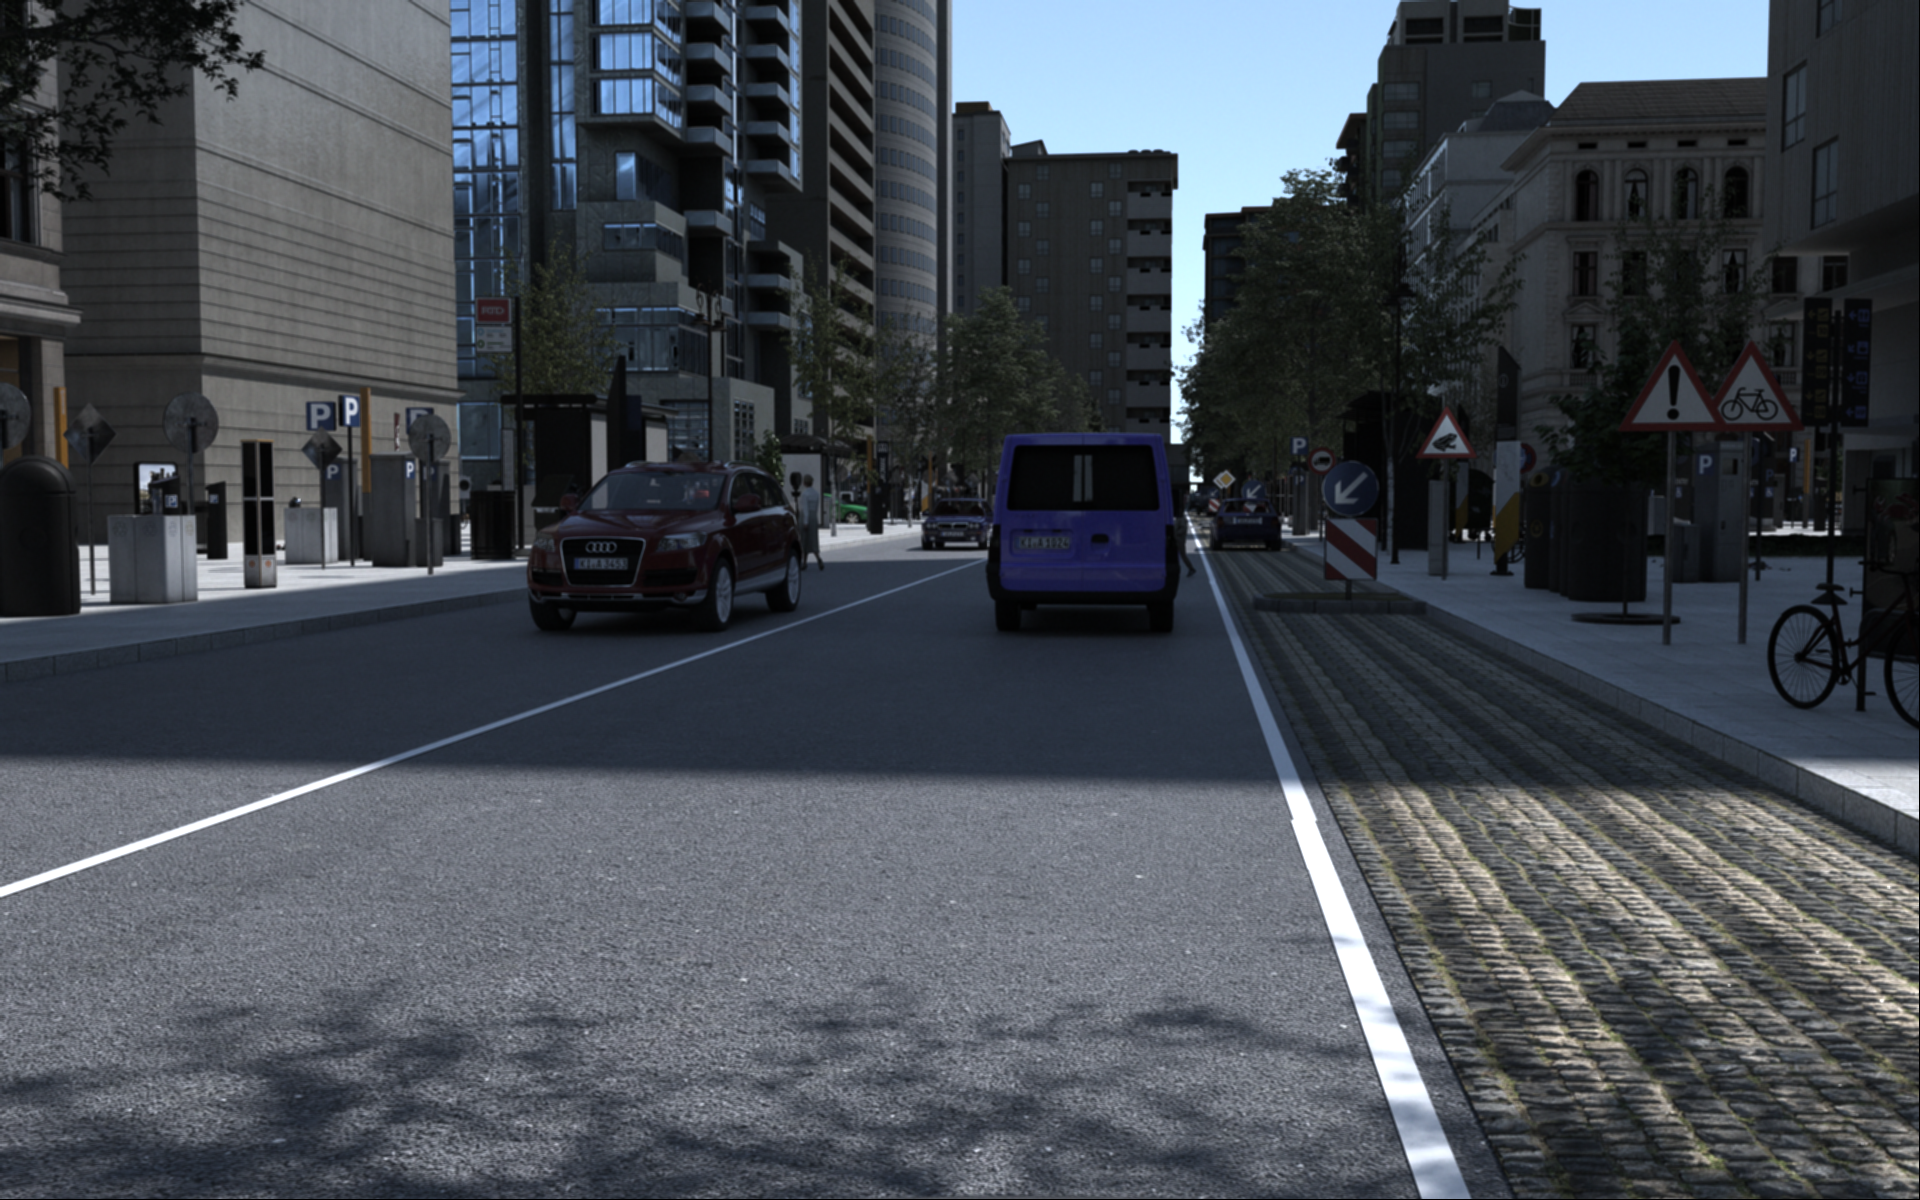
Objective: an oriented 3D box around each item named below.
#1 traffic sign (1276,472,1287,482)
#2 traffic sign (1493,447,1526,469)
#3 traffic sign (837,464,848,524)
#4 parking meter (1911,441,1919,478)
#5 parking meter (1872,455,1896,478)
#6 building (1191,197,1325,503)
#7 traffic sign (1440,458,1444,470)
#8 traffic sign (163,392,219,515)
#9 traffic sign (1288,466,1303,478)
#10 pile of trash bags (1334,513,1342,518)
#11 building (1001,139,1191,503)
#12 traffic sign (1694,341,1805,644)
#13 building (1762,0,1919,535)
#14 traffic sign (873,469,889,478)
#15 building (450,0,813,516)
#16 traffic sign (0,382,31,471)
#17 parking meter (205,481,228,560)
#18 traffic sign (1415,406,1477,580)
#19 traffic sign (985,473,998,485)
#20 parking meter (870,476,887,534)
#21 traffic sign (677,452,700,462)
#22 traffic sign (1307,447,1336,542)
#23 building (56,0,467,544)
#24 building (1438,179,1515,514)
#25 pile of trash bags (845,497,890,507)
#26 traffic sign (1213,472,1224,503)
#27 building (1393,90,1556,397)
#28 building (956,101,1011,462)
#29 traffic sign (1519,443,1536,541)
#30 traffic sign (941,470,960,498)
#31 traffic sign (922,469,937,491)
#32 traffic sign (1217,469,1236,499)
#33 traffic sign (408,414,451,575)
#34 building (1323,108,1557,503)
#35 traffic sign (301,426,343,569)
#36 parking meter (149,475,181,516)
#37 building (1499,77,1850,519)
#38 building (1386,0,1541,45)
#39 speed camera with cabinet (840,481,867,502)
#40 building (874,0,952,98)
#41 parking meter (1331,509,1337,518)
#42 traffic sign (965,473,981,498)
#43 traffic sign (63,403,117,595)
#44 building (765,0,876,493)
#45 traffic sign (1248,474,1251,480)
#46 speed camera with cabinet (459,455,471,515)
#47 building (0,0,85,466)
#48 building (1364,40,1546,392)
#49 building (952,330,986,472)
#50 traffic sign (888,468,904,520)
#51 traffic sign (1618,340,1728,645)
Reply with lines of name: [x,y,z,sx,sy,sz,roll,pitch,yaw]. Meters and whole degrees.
traffic sign: [18.814,-6.222,101.830,0.768,2.556,0.104,1,4,12]
traffic sign: [13.417,-2.585,42.368,0.768,2.556,0.104,1,4,12]
traffic sign: [-5.136,-4.496,73.614,0.768,2.556,0.104,1,4,13]
parking meter: [10.457,-0.797,18.736,0.255,1.863,0.399,1,4,14]
parking meter: [13.820,-1.237,25.942,0.255,1.863,0.399,3,4,38]
building: [49.099,-36.948,258.715,28.867,44.769,22.147,0,4,7]
traffic sign: [14.327,-3.195,52.339,0.768,2.556,0.104,1,4,12]
traffic sign: [-9.600,-1.315,21.605,0.768,2.556,0.104,1,4,11]
traffic sign: [15.497,-4.879,79.884,0.768,2.556,0.104,1,4,16]
pile of trash bags: [14.827,-3.228,62.529,1.912,1.369,3.447,3,4,36]
building: [21.436,-41.290,264.330,27.495,52.752,28.713,0,4,7]
traffic sign: [6.712,-0.904,14.788,0.884,2.594,0.081,1,4,10]
building: [36.595,-27.462,38.250,28.713,52.752,27.495,0,4,7]
traffic sign: [-3.742,-5.013,82.073,0.768,2.556,0.104,1,4,13]
building: [-21.760,-48.743,109.617,22.319,86.520,31.000,0,4,7]
traffic sign: [-10.891,-1.196,19.660,0.768,2.556,0.104,1,4,9]
parking meter: [-14.622,-1.568,34.056,0.372,1.533,0.369,0,3,0]
traffic sign: [7.217,-1.575,25.750,0.884,2.594,0.081,1,4,14]
traffic sign: [1.820,-6.195,101.388,0.768,2.556,0.104,0,4,8]
parking meter: [-2.654,-3.032,55.282,0.399,1.863,0.255,-2,4,-29]
traffic sign: [-8.145,-3.169,51.911,0.768,2.556,0.104,1,4,11]
traffic sign: [9.749,-2.850,46.700,0.768,2.556,0.104,1,4,15]
building: [-39.556,-16.971,53.896,44.131,29.872,17.030,0,4,7]
building: [37.643,-15.755,112.354,10.420,20.320,16.860,0,4,7]
pile of trash bags: [-5.852,-6.005,107.939,3.447,1.369,1.912,3,5,43]
traffic sign: [11.853,-4.583,78.566,0.795,2.450,0.064,0,4,7]
building: [41.195,-21.897,135.502,11.434,29.767,29.804,0,4,7]
building: [-6.631,-44.172,264.217,28.212,58.520,21.231,0,4,7]
traffic sign: [14.043,-2.652,43.468,0.768,2.556,0.104,0,4,8]
traffic sign: [-0.402,-4.186,72.084,0.795,2.450,0.064,0,4,7]
traffic sign: [-1.585,-5.416,88.657,0.768,2.556,0.104,1,4,12]
traffic sign: [10.850,-4.098,70.644,0.795,2.450,0.064,0,4,7]
traffic sign: [-8.435,-1.676,27.514,0.768,2.556,0.104,1,4,16]
building: [53.998,-33.099,195.786,22.147,44.769,28.867,0,4,7]
traffic sign: [-10.838,-1.727,29.420,0.795,2.450,0.064,1,4,14]
parking meter: [-10.587,-0.899,23.108,0.372,1.533,0.369,0,3,0]
building: [40.204,-16.178,93.387,19.941,23.489,11.050,0,4,7]
building: [73.512,-49.879,253.775,20.611,71.187,20.563,0,4,7]
speed camera with cabinet: [-7.314,-7.598,118.562,2.038,3.252,0.660,-1,4,-16]
building: [-12.986,-38.467,170.926,21.231,58.520,28.212,0,4,7]
parking meter: [14.415,-3.545,66.377,0.372,1.533,0.369,0,3,0]
traffic sign: [0.601,-4.671,80.006,0.795,2.450,0.064,0,4,7]
traffic sign: [-11.040,-1.272,21.990,0.795,2.450,0.064,1,4,14]
building: [-19.432,-31.883,144.991,21.300,48.544,21.600,0,4,7]
traffic sign: [18.217,-6.567,107.480,0.768,2.556,0.104,1,4,14]
speed camera with cabinet: [-25.804,-5.697,87.487,2.038,3.252,0.660,-3,4,-38]
building: [-26.582,-10.273,18.875,10.553,20.767,40.483,0,4,7]
building: [45.489,-29.189,160.827,14.154,41.232,14.086,0,4,7]
building: [-12.626,-22.102,206.411,28.899,21.520,27.650,0,4,7]
traffic sign: [-3.156,-5.246,85.773,0.884,2.594,0.081,1,4,13]
traffic sign: [6.020,-0.898,14.680,0.884,2.594,0.081,1,4,9]
